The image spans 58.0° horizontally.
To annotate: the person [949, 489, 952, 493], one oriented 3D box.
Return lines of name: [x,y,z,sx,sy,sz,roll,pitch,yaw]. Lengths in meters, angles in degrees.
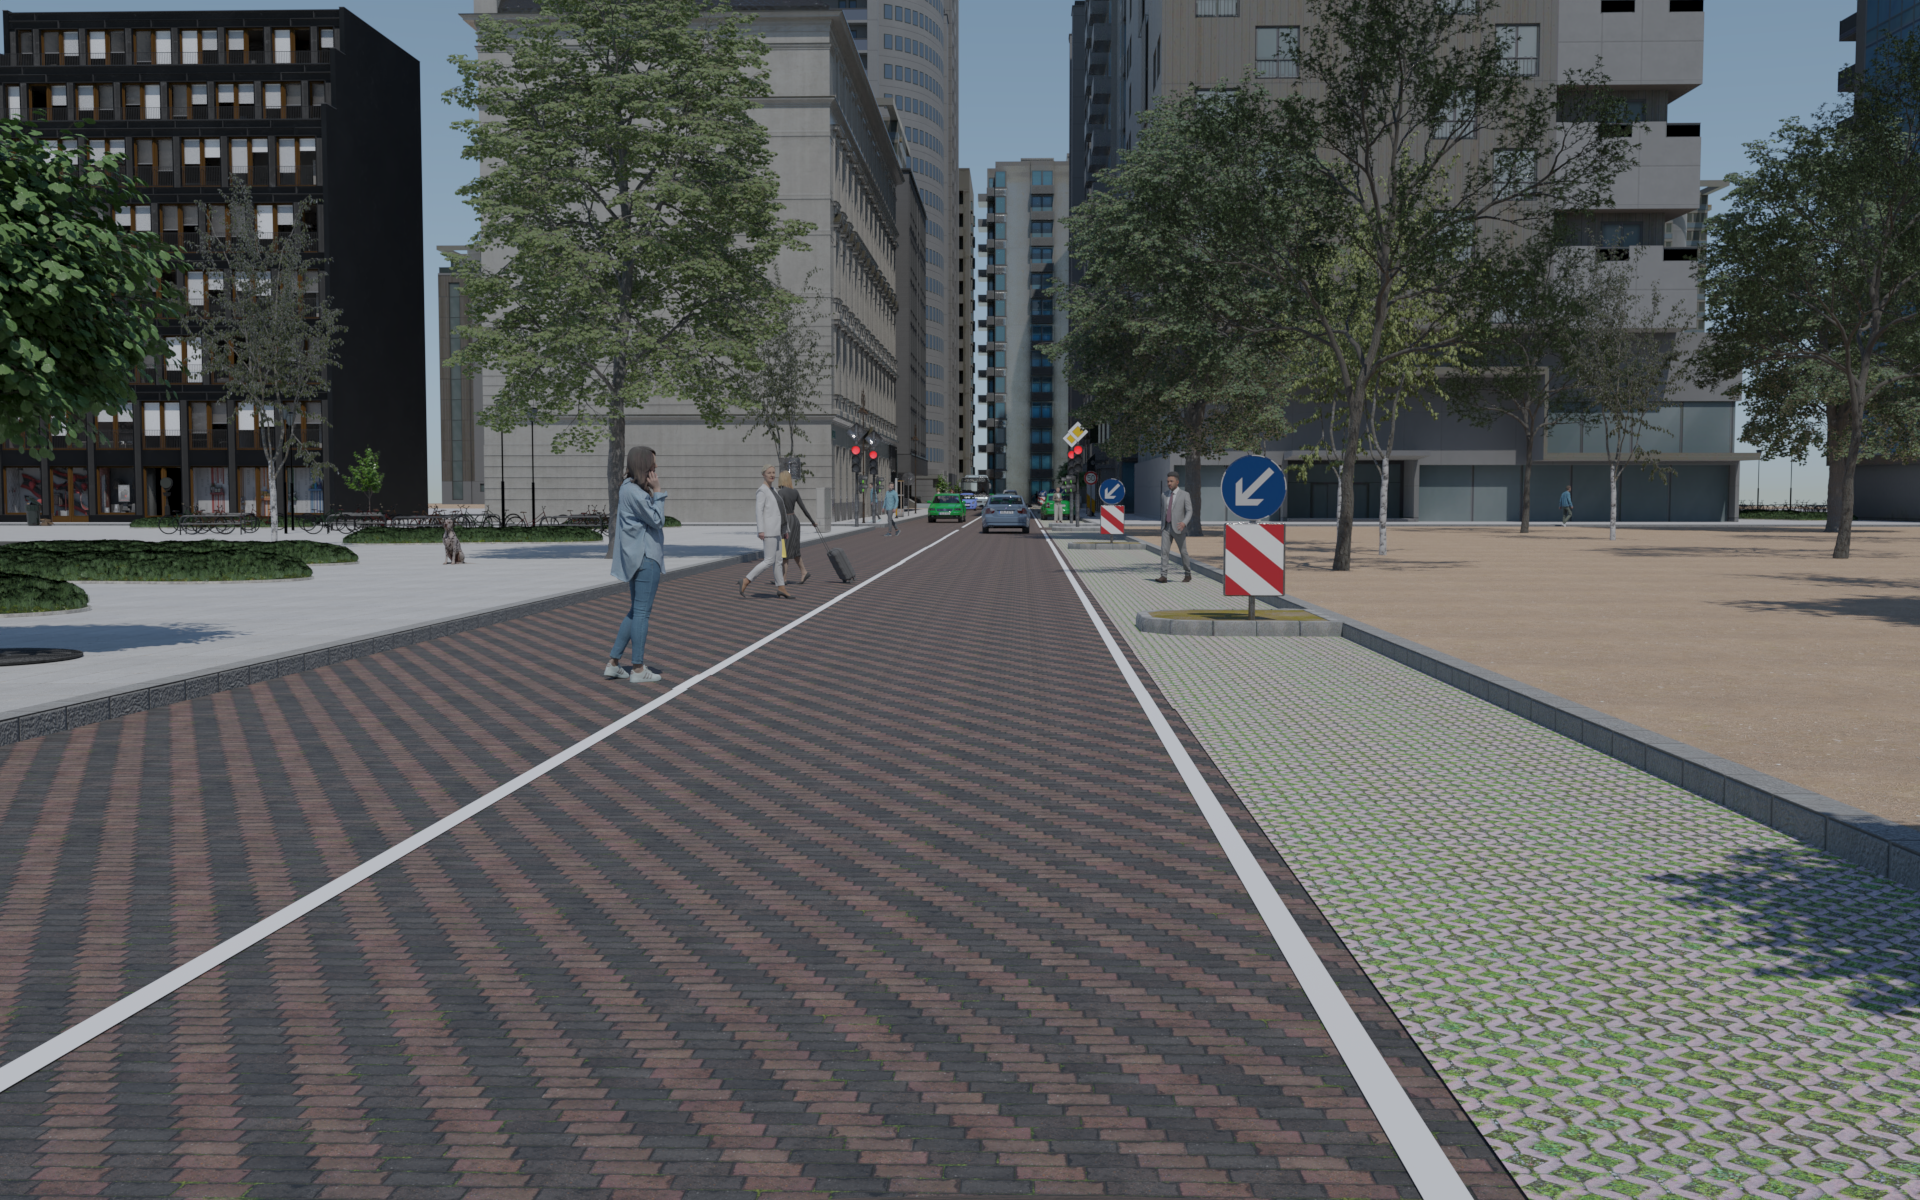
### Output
person: [-0.940,-10.870,183.729,0.705,1.831,1.348,1,4,18]

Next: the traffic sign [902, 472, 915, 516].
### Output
traffic sign: [-2.987,-6.134,100.402,0.768,2.556,0.104,0,4,3]

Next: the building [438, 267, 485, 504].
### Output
building: [-57.215,-27.457,220.617,14.107,30.474,14.160,0,4,2]

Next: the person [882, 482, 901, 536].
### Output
person: [-2.294,-3.102,59.077,0.748,1.841,0.638,-2,4,-32]

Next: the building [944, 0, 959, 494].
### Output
building: [-10.728,-47.491,214.729,20.611,71.187,20.563,0,4,2]

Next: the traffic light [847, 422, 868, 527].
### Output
traffic light: [-4.010,-4.804,67.470,0.839,4.253,0.868,0,4,2]

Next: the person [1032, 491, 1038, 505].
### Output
person: [9.216,-12.173,207.542,1.348,1.822,0.705,0,4,7]

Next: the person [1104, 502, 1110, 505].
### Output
person: [7.004,-4.664,82.099,0.655,1.846,0.447,2,4,33]

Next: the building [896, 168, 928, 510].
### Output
building: [-10.178,-20.747,132.718,14.314,27.812,24.014,0,4,2]

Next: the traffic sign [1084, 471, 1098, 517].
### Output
traffic sign: [7.283,-5.888,96.368,0.768,2.556,0.104,0,4,3]

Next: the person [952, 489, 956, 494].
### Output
person: [-0.822,-11.333,191.305,1.348,1.831,0.705,1,4,9]

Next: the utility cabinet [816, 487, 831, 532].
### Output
utility cabinet: [-4.569,-3.009,57.869,0.318,1.500,1.173,0,4,6]

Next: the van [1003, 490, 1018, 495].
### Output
van: [4.944,-9.989,170.335,2.013,2.044,4.112,0,4,2]

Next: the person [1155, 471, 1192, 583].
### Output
person: [3.450,-1.160,27.744,0.678,1.792,0.850,3,4,38]

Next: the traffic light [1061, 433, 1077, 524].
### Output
traffic light: [4.825,-5.275,75.169,0.839,4.253,0.868,0,4,2]

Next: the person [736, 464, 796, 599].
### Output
person: [-2.652,-0.931,23.608,0.818,1.842,0.514,0,4,-7]

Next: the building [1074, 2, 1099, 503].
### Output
building: [21.650,-45.675,185.034,20.563,71.187,20.611,0,4,2]

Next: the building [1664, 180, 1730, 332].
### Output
building: [73.293,-31.495,206.822,23.993,40.220,32.217,0,4,2]

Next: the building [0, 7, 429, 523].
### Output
building: [-35.731,-15.520,83.434,15.834,23.373,12.332,0,4,2]

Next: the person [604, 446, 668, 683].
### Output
person: [-2.475,-0.272,13.207,0.793,1.790,0.793,2,4,35]

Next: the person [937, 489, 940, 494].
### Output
person: [-1.660,-8.459,145.016,0.598,1.740,0.731,0,4,-1]

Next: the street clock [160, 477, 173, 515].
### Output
street clock: [-34.664,-4.351,75.711,0.471,2.002,0.358,0,4,-7]

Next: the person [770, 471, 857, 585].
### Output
person: [-2.367,-1.148,27.490,1.509,1.804,0.699,-1,4,-22]

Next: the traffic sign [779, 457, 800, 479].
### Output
traffic sign: [-4.763,-2.833,48.445,0.606,2.300,0.079,1,4,10]

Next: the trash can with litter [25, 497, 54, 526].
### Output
trash can with litter: [-36.910,-3.553,69.478,1.055,1.170,0.624,0,4,1]

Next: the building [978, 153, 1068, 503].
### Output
building: [17.859,-38.303,245.865,30.456,49.044,23.786,0,4,2]

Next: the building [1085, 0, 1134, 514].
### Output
building: [20.267,-30.805,123.264,23.786,49.044,30.456,0,4,2]

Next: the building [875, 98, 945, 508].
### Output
building: [-17.720,-28.825,163.171,32.217,40.220,23.993,0,4,2]

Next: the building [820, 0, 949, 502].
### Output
building: [-12.350,-39.628,189.908,21.231,58.520,28.212,0,4,2]

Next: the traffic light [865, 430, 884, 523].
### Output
traffic light: [-3.732,-5.292,75.451,0.839,4.253,0.868,0,4,2]

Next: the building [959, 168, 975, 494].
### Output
building: [-8.823,-37.988,244.800,21.600,48.544,21.300,0,4,2]

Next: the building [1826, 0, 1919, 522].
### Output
building: [50.869,-26.274,79.690,14.200,45.320,14.600,0,4,2]

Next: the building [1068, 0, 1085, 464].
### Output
building: [23.670,-40.848,209.861,21.231,58.520,28.212,0,4,2]

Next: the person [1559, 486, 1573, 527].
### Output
person: [25.350,-3.893,72.486,0.444,1.785,0.601,-1,4,-10]

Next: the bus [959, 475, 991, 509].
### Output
bus: [1.479,-10.295,163.182,2.948,3.499,13.247,0,4,1]

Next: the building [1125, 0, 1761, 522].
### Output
building: [22.349,-30.587,89.338,27.495,52.752,28.713,0,4,2]

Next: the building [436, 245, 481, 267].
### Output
building: [-60.473,-34.286,252.461,23.993,40.220,32.217,0,4,2]

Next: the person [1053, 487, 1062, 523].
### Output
person: [4.790,-4.618,84.559,0.519,1.759,0.362,-1,4,-23]

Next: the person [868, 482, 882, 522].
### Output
person: [-3.930,-4.520,79.970,0.620,1.820,0.660,-1,4,-11]

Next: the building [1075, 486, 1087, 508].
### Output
building: [27.275,-28.846,163.509,32.217,40.220,23.993,0,4,2]

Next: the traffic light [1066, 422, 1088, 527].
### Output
traffic light: [4.546,-4.787,67.189,0.839,4.253,0.868,0,4,2]
